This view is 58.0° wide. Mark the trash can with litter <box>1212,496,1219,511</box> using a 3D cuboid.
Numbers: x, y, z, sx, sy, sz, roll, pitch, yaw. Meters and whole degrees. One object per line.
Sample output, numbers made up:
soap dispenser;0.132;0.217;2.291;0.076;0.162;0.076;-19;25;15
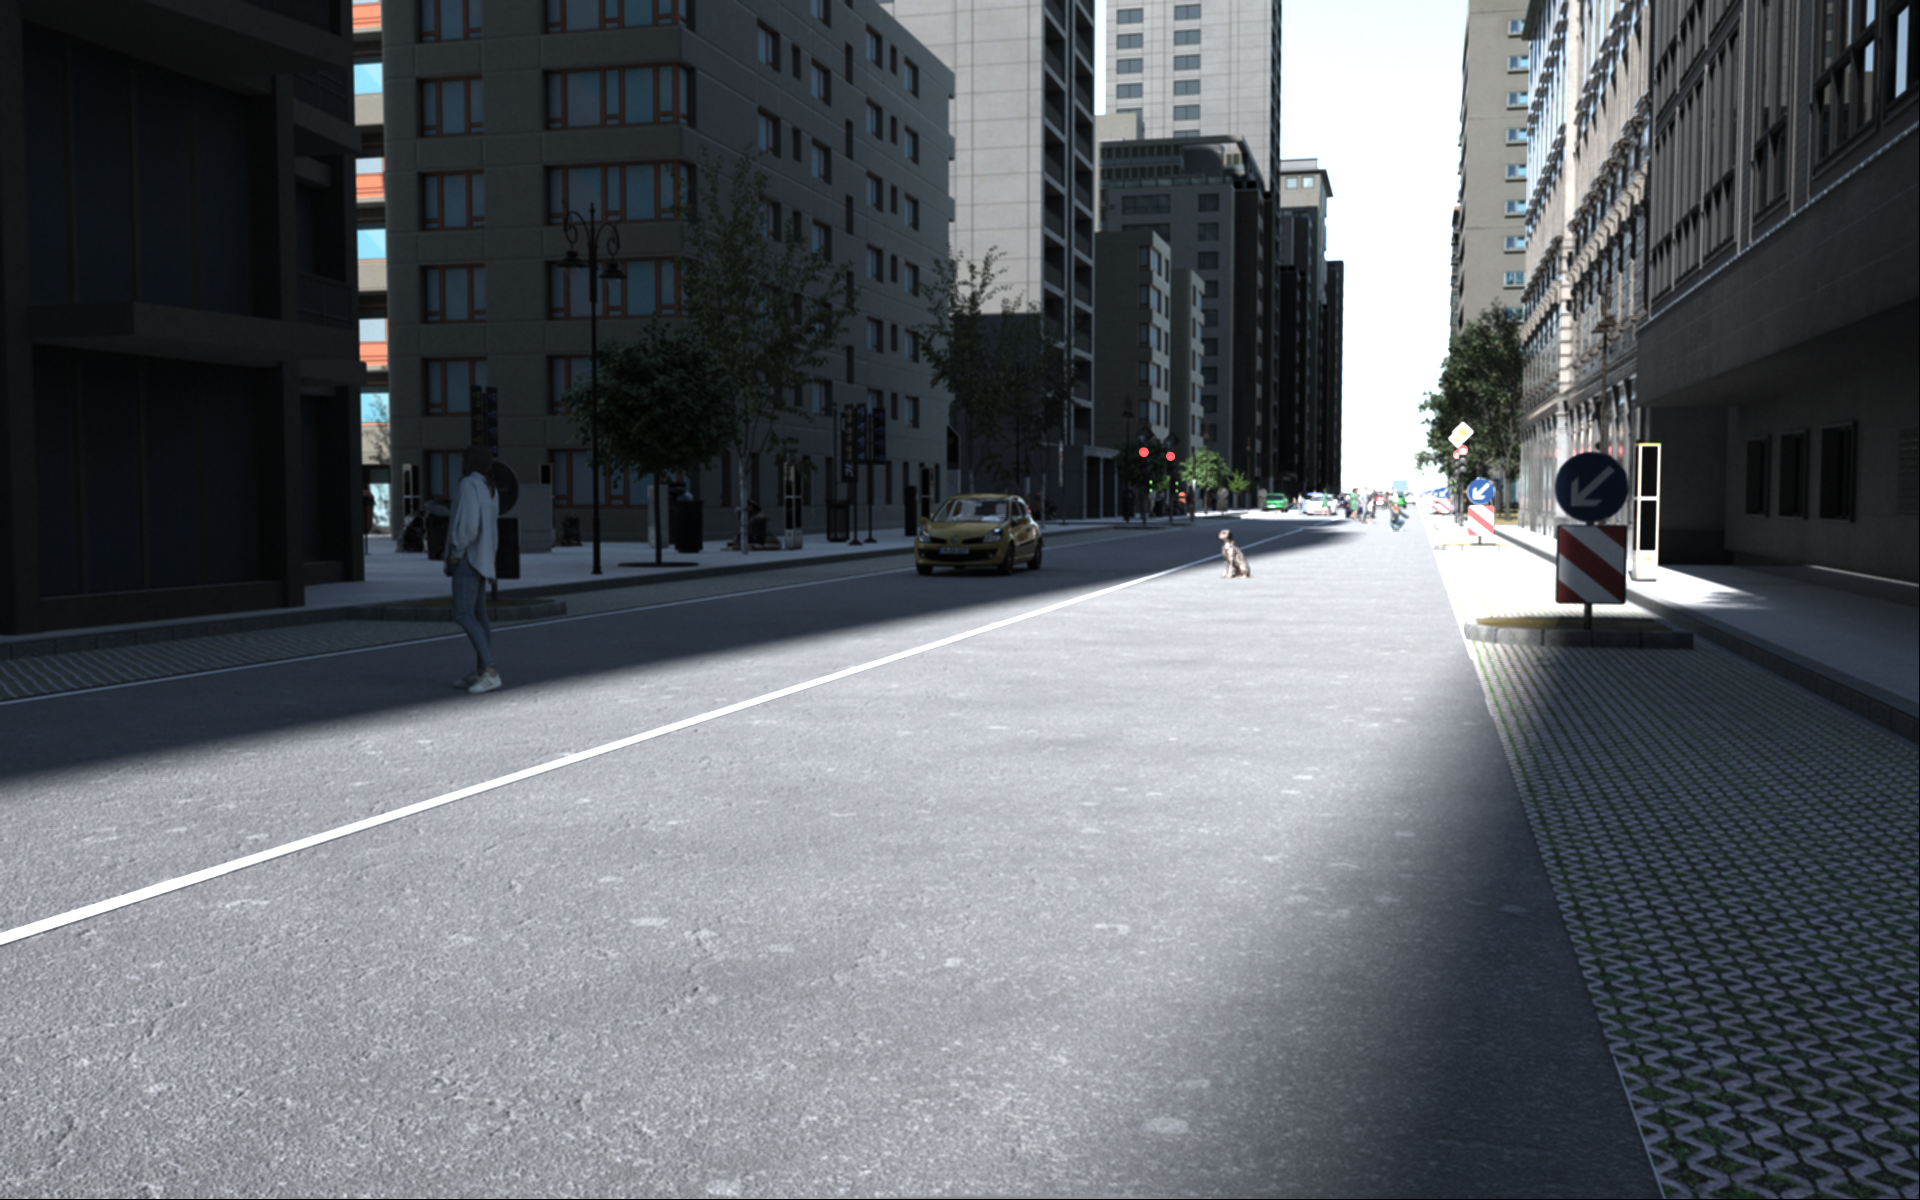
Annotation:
trash can with litter;19.030;-7.137;128.076;0.624;1.170;1.055;-1;4;-18

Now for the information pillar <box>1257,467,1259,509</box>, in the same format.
information pillar;25.413;-9.554;147.567;0.183;3.616;0.504;1;4;9

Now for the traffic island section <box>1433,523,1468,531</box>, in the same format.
traffic island section;21.632;-3.248;75.392;2.009;0.180;2.903;1;4;15

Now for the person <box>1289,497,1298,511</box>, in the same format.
person;28.401;-8.137;147.031;0.738;1.151;1.012;-2;4;-30

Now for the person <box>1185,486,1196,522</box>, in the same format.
person;10.798;-4.444;81.139;0.573;1.828;0.580;-1;4;-10

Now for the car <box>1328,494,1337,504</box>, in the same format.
car;33.128;-8.840;156.534;2.014;1.417;4.499;1;4;16

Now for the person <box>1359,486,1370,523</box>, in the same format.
person;19.975;-4.698;85.407;0.391;1.810;0.635;3;5;44

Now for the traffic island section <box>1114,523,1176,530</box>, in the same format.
traffic island section;7.524;-2.969;70.827;2.009;0.180;2.903;1;4;15

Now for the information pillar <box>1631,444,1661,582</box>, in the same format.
information pillar;10.028;-1.274;25.324;0.304;2.012;0.304;0;4;8

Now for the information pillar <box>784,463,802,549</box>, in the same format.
information pillar;-3.888;-2.197;40.420;0.304;2.012;0.304;2;4;35

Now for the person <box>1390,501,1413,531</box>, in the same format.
person;17.118;-3.268;67.435;1.012;1.151;0.738;-1;4;-14

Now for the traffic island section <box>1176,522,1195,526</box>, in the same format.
traffic island section;9.548;-3.442;78.552;2.009;0.180;2.903;1;4;15

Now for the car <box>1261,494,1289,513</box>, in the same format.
car;24.502;-7.698;134.666;1.959;1.807;4.718;1;4;16

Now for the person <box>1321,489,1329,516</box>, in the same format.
person;24.147;-6.467;114.485;0.529;1.795;0.600;2;4;25

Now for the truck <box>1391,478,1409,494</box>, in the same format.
truck;70.695;-17.688;278.956;2.967;4.110;18.799;1;4;16

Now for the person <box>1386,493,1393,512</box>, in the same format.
person;35.304;-8.023;142.270;0.503;1.515;0.523;-3;5;-39

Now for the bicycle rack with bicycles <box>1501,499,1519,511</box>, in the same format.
bicycle rack with bicycles;41.359;-7.047;128.600;2.852;0.926;2.925;-3;5;-42

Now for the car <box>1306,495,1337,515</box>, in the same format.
car;24.799;-6.499;118.612;2.083;1.381;4.827;1;4;15

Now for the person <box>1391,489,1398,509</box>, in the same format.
person;36.420;-8.361;145.084;0.818;1.842;0.514;0;4;-2

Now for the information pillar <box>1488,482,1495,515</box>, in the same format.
information pillar;32.147;-6.134;104.776;0.304;2.012;0.304;-2;4;-33

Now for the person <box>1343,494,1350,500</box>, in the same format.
person;34.338;-8.671;153.455;0.628;1.438;0.799;2;4;26

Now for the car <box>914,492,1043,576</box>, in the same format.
car;0.369;-1.321;31.824;2.015;1.641;3.980;1;4;14

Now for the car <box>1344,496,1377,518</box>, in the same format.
car;24.149;-5.623;104.521;1.945;1.354;3.894;1;4;13

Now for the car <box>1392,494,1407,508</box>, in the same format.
car;44.033;-10.132;174.452;1.959;1.807;4.718;1;4;15

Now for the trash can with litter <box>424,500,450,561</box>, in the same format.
trash can with litter;-9.961;-1.361;33.643;0.624;1.170;1.055;-3;5;-43

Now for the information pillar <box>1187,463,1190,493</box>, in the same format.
information pillar;16.400;-8.086;123.568;0.504;3.616;0.183;-1;4;-21

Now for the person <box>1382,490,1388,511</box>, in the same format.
person;35.431;-8.292;144.262;0.526;1.800;0.537;1;4;10

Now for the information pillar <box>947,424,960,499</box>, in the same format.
information pillar;-0.228;-4.086;58.158;0.504;3.616;0.183;2;4;32

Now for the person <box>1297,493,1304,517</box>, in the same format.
person;20.879;-5.828;106.387;0.523;1.515;0.503;1;4;10

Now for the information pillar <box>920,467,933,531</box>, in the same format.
information pillar;-0.918;-2.660;47.989;0.304;2.012;0.304;1;4;13

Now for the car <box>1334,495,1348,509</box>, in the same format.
car;36.660;-9.505;167.980;1.945;1.354;3.894;1;4;16

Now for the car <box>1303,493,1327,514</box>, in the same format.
car;25.945;-7.152;126.529;1.945;1.707;3.694;1;4;13

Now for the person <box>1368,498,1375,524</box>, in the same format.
person;19.783;-4.291;83.337;0.352;1.250;0.332;2;4;27

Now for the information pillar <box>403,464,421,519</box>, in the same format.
information pillar;-13.440;-2.326;42.515;0.304;2.012;0.304;2;4;33

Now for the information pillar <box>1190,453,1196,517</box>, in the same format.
information pillar;13.392;-6.586;99.036;0.183;3.616;0.504;1;4;8

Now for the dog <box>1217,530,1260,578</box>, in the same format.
dog;4.831;-0.786;29.688;0.800;0.831;0.513;1;4;18

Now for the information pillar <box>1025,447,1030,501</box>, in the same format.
information pillar;3.299;-5.737;85.150;0.183;3.616;0.504;-1;4;-15

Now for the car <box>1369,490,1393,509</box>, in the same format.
car;40.734;-9.720;167.599;2.281;1.827;5.304;1;4;15

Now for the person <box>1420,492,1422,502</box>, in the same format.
person;75.687;-16.814;284.084;0.721;1.739;1.217;-1;4;-9

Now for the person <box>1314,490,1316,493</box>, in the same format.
person;29.589;-8.318;144.692;0.606;1.804;0.583;-1;4;-20

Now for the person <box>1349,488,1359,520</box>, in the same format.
person;22.100;-5.406;97.141;0.600;1.795;0.529;1;4;10

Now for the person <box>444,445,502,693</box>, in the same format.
person;-3.557;-0.243;12.744;0.793;1.790;0.793;-2;4;-33

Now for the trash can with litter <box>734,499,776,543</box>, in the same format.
trash can with litter;-5.377;-2.098;45.686;1.055;1.170;0.624;-3;5;-44

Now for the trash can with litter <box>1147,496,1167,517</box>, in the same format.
trash can with litter;10.825;-5.122;95.131;1.055;1.170;0.624;-3;4;-36

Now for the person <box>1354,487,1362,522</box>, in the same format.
person;20.769;-4.970;90.034;0.573;1.790;0.520;0;4;-4

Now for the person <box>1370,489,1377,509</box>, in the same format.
person;30.981;-7.451;130.123;0.655;1.846;0.447;-2;4;-34

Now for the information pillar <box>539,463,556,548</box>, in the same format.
information pillar;-9.872;-2.260;41.448;0.304;2.012;0.304;0;4;-2
